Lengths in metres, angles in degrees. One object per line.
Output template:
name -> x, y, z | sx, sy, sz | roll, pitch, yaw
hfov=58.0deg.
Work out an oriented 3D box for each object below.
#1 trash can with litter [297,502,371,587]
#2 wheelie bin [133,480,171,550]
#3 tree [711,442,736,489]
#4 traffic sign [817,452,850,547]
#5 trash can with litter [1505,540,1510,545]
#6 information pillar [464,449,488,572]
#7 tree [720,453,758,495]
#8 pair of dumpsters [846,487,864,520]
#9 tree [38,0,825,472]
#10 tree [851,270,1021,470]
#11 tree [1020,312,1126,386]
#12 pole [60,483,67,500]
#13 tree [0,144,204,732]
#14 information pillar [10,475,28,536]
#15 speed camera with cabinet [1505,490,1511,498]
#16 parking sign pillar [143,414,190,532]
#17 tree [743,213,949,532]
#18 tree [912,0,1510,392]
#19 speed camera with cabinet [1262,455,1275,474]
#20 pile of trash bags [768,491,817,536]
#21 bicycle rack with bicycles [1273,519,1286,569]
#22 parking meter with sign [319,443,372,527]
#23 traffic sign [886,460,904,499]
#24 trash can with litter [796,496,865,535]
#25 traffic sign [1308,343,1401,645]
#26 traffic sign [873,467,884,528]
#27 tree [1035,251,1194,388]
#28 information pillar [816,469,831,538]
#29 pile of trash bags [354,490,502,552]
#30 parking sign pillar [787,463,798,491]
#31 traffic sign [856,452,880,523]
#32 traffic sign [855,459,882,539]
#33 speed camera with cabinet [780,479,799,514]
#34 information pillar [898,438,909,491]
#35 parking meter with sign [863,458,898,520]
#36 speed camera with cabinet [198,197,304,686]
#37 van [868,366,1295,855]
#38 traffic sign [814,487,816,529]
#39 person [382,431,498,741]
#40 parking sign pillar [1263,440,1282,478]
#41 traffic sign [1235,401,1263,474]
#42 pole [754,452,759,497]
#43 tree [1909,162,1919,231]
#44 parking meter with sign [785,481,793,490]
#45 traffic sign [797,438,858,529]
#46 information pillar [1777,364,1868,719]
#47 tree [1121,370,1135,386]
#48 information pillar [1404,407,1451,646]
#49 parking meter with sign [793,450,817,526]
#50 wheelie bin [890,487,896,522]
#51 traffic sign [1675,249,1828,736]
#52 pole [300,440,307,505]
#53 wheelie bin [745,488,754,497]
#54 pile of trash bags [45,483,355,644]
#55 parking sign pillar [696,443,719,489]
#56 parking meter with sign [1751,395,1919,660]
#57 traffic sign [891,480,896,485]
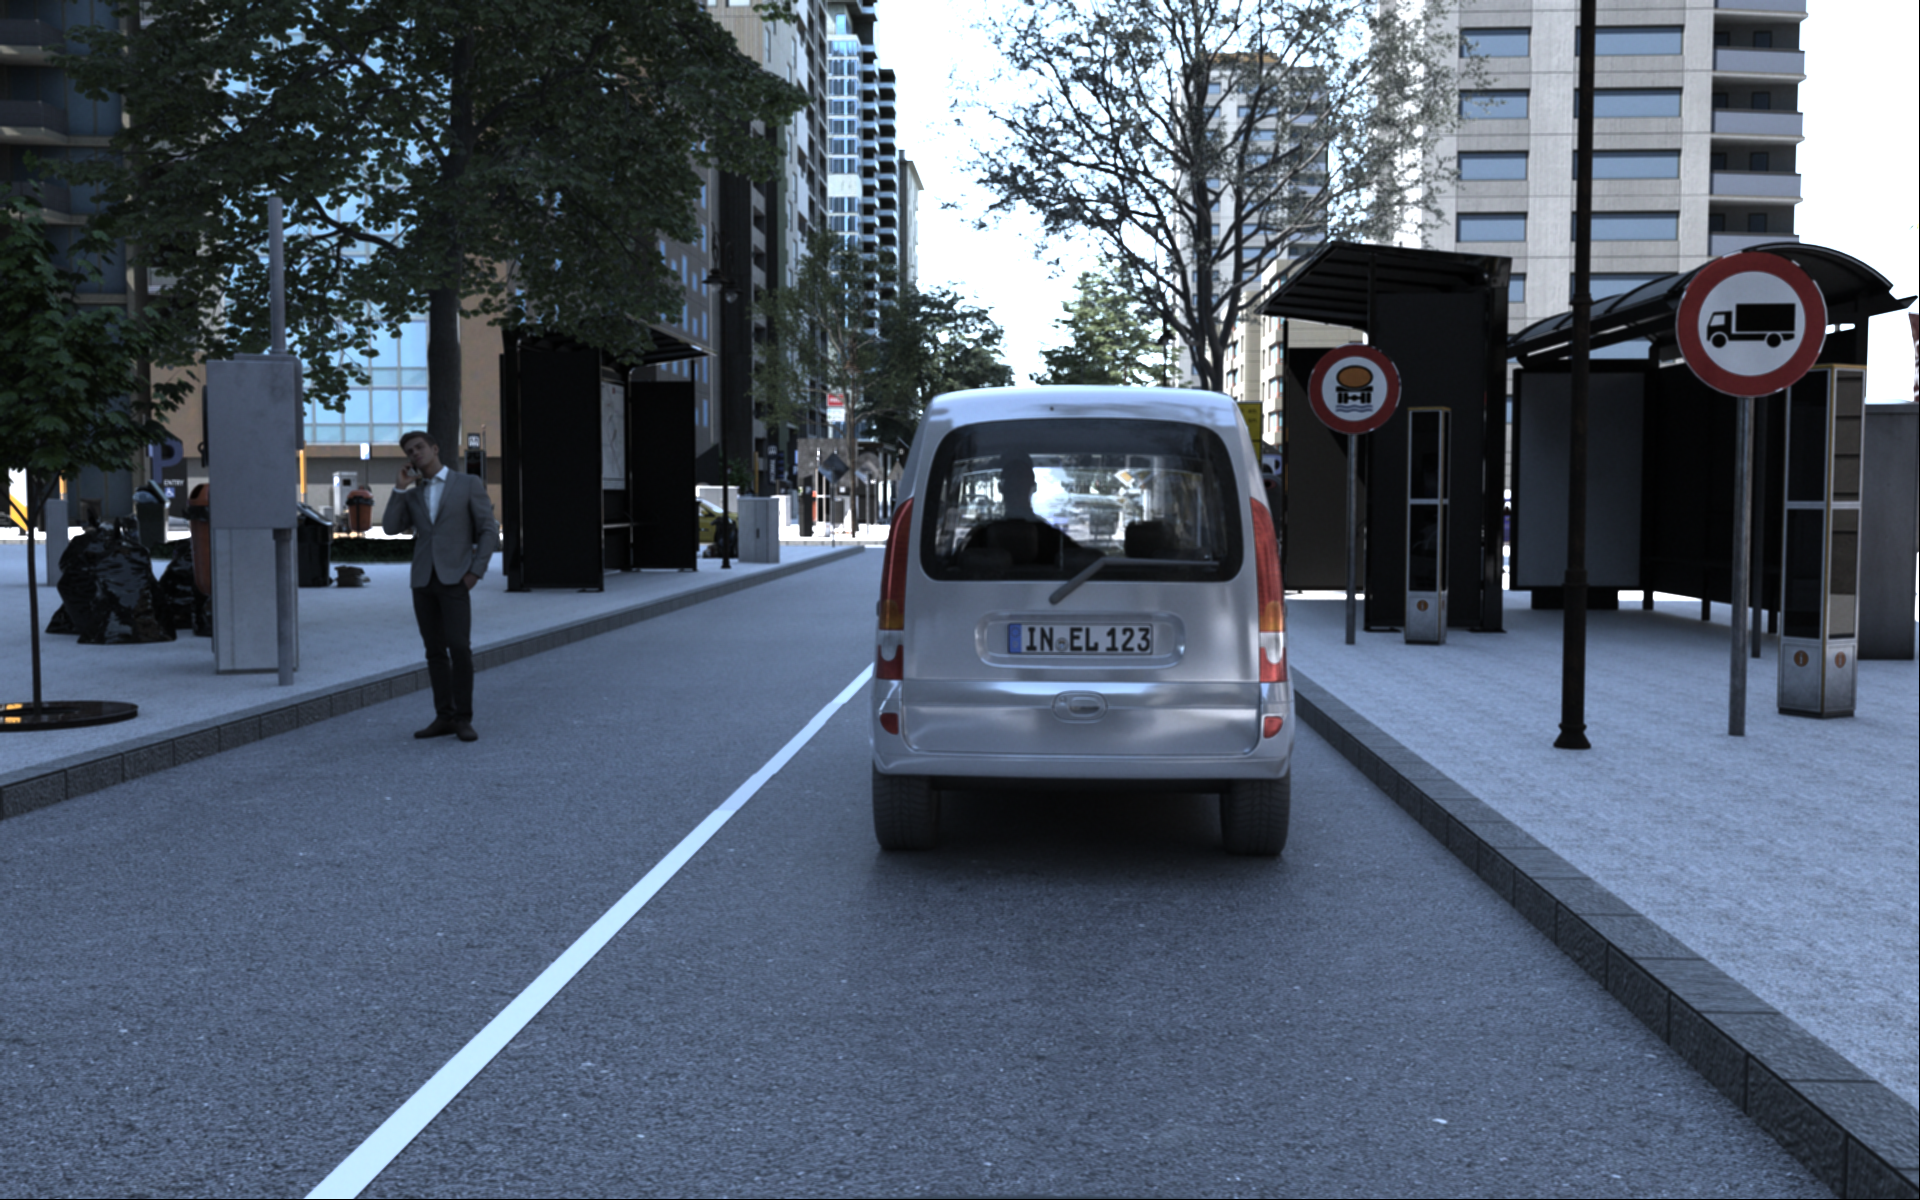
trash can with litter -> -8.732, -0.772, 24.004 | 1.055, 1.170, 0.624 | 0, 4, -2
wheelie bin -> -18.166, -1.897, 38.932 | 0.693, 1.594, 0.980 | -1, 4, -15
tree -> -15.447, -7.584, 107.717 | 4.285, 4.588, 4.351 | 0, 3, 0
traffic sign -> -3.044, -2.325, 41.655 | 0.795, 2.450, 0.064 | 0, 4, 3
trash can with litter -> 13.338, -1.786, 40.596 | 1.055, 1.170, 0.624 | 1, 4, 16
information pillar -> -7.979, -1.472, 28.567 | 0.304, 2.012, 0.304 | 0, 4, -5
tree -> -10.565, -5.351, 82.087 | 1.663, 3.219, 1.824 | 0, 3, 0
pair of dumpsters -> -4.417, -4.681, 79.027 | 1.574, 2.255, 4.437 | 0, 4, 3
tree -> -4.831, -6.074, 17.437 | 7.486, 12.596, 7.792 | 0, 3, 0
tree -> -1.689, -11.742, 98.633 | 9.857, 13.997, 8.962 | 0, 3, 0
tree -> 12.048, -19.657, 177.288 | 12.611, 20.169, 13.585 | 0, 3, 0
pole -> -31.311, -4.075, 60.472 | 0.158, 3.312, 0.155 | 0, 3, 0
tree -> -5.151, -0.919, 9.621 | 1.663, 3.219, 1.824 | 0, 3, 0
information pillar -> -28.484, -3.733, 52.382 | 0.504, 3.616, 0.183 | 0, 4, 1
speed camera with cabinet -> 23.765, -5.060, 77.062 | 2.038, 3.252, 0.660 | 0, 4, 2
parking sign pillar -> -27.007, -4.308, 58.909 | 1.447, 3.967, 1.447 | 3, 4, 37
tree -> -3.868, -7.572, 58.210 | 7.601, 10.594, 8.767 | 0, 4, 1
tree -> 4.166, -7.227, 28.525 | 12.009, 13.543, 11.850 | 0, 3, 0
speed camera with cabinet -> 6.428, -2.838, 40.739 | 2.038, 3.252, 0.660 | -2, 4, -28
pile of trash bags -> -5.952, -2.643, 52.972 | 3.447, 1.369, 1.912 | 1, 4, 9
bicycle rack with bicycles -> 5.069, -0.664, 24.242 | 2.925, 0.926, 2.852 | -2, 4, -23
parking meter with sign -> -20.939, -3.835, 58.957 | 0.543, 3.016, 1.738 | 3, 5, 40
traffic sign -> -2.401, -4.048, 66.182 | 0.884, 2.594, 0.081 | 1, 4, 12
trash can with litter -> -4.205, -2.717, 55.476 | 2.233, 1.210, 1.678 | 2, 4, 30
traffic sign -> 3.337, -0.894, 14.726 | 0.768, 2.556, 0.104 | 1, 4, 8
traffic sign -> -3.147, -3.822, 64.621 | 0.606, 2.300, 0.079 | 0, 4, 4
tree -> 6.980, -10.001, 81.643 | 7.486, 12.596, 7.792 | 0, 3, 0
information pillar -> -3.985, -2.821, 50.620 | 0.304, 2.012, 0.304 | 2, 4, 33
pile of trash bags -> -11.921, -1.767, 38.636 | 3.447, 1.369, 1.912 | 0, 4, -8
parking sign pillar -> -11.102, -7.920, 117.970 | 1.447, 3.967, 1.447 | -1, 4, -21
traffic sign -> -2.826, -3.236, 53.012 | 0.768, 2.556, 0.104 | 1, 4, 10
traffic sign -> -2.633, -2.813, 49.630 | 0.795, 2.450, 0.064 | 0, 4, 3
speed camera with cabinet -> -10.769, -7.089, 110.245 | 2.038, 3.252, 0.660 | 3, 5, 43
information pillar -> -2.368, -4.972, 72.641 | 0.504, 3.616, 0.183 | 1, 4, 21
parking meter with sign -> -3.862, -5.374, 84.118 | 1.738, 3.016, 0.543 | 1, 4, 9
speed camera with cabinet -> -5.005, -1.094, 12.222 | 0.660, 3.252, 2.038 | -1, 4, -22
van -> 0.579, -0.078, 8.286 | 2.013, 2.044, 4.112 | 0, 4, 4
traffic sign -> -5.373, -3.926, 64.199 | 0.884, 2.594, 0.081 | 1, 4, 8
person -> -3.048, -0.092, 10.183 | 0.592, 1.802, 0.473 | 2, 4, 25
parking sign pillar -> 15.519, -5.919, 85.251 | 1.447, 3.967, 1.447 | 0, 4, -1
traffic sign -> 5.504, -2.706, 38.114 | 2.265, 3.308, 0.079 | 0, 4, 7
pole -> -9.803, -5.473, 83.324 | 0.158, 3.312, 0.155 | 0, 3, 0
tree -> 13.525, -4.258, 19.989 | 4.737, 8.622, 4.395 | 0, 3, 0
parking meter with sign -> -10.617, -6.685, 105.555 | 1.738, 3.016, 0.543 | -3, 5, -45
traffic sign -> -4.828, -4.234, 63.098 | 2.265, 3.308, 0.079 | 1, 4, 10
information pillar -> 4.964, -0.336, 9.984 | 0.304, 2.012, 0.304 | -2, 4, -28
tree -> 8.708, -9.429, 104.527 | 4.737, 8.622, 4.395 | 0, 3, 0
information pillar -> 3.990, -0.630, 14.785 | 0.304, 2.012, 0.304 | 2, 4, 27
parking meter with sign -> -5.969, -4.482, 69.538 | 0.543, 3.016, 1.738 | 1, 4, 22
wheelie bin -> -2.895, -4.381, 79.533 | 0.980, 1.594, 0.693 | 0, 4, 1
traffic sign -> 4.133, -0.552, 9.137 | 0.768, 2.556, 0.104 | 0, 4, 5
pole -> -24.937, -4.402, 65.821 | 0.158, 3.312, 0.155 | 0, 3, 0
wheelie bin -> -11.547, -5.372, 95.737 | 0.693, 1.594, 0.980 | -1, 4, -16
pile of trash bags -> -6.892, -0.346, 15.403 | 1.912, 1.369, 3.447 | -2, 4, -35
parking sign pillar -> -13.266, -6.245, 90.581 | 1.447, 3.967, 1.447 | -2, 4, -28
parking meter with sign -> 7.064, -1.053, 13.470 | 1.738, 3.016, 0.543 | 0, 4, 1
traffic sign -> -2.898, -4.683, 78.694 | 0.606, 2.300, 0.079 | 1, 4, 13
